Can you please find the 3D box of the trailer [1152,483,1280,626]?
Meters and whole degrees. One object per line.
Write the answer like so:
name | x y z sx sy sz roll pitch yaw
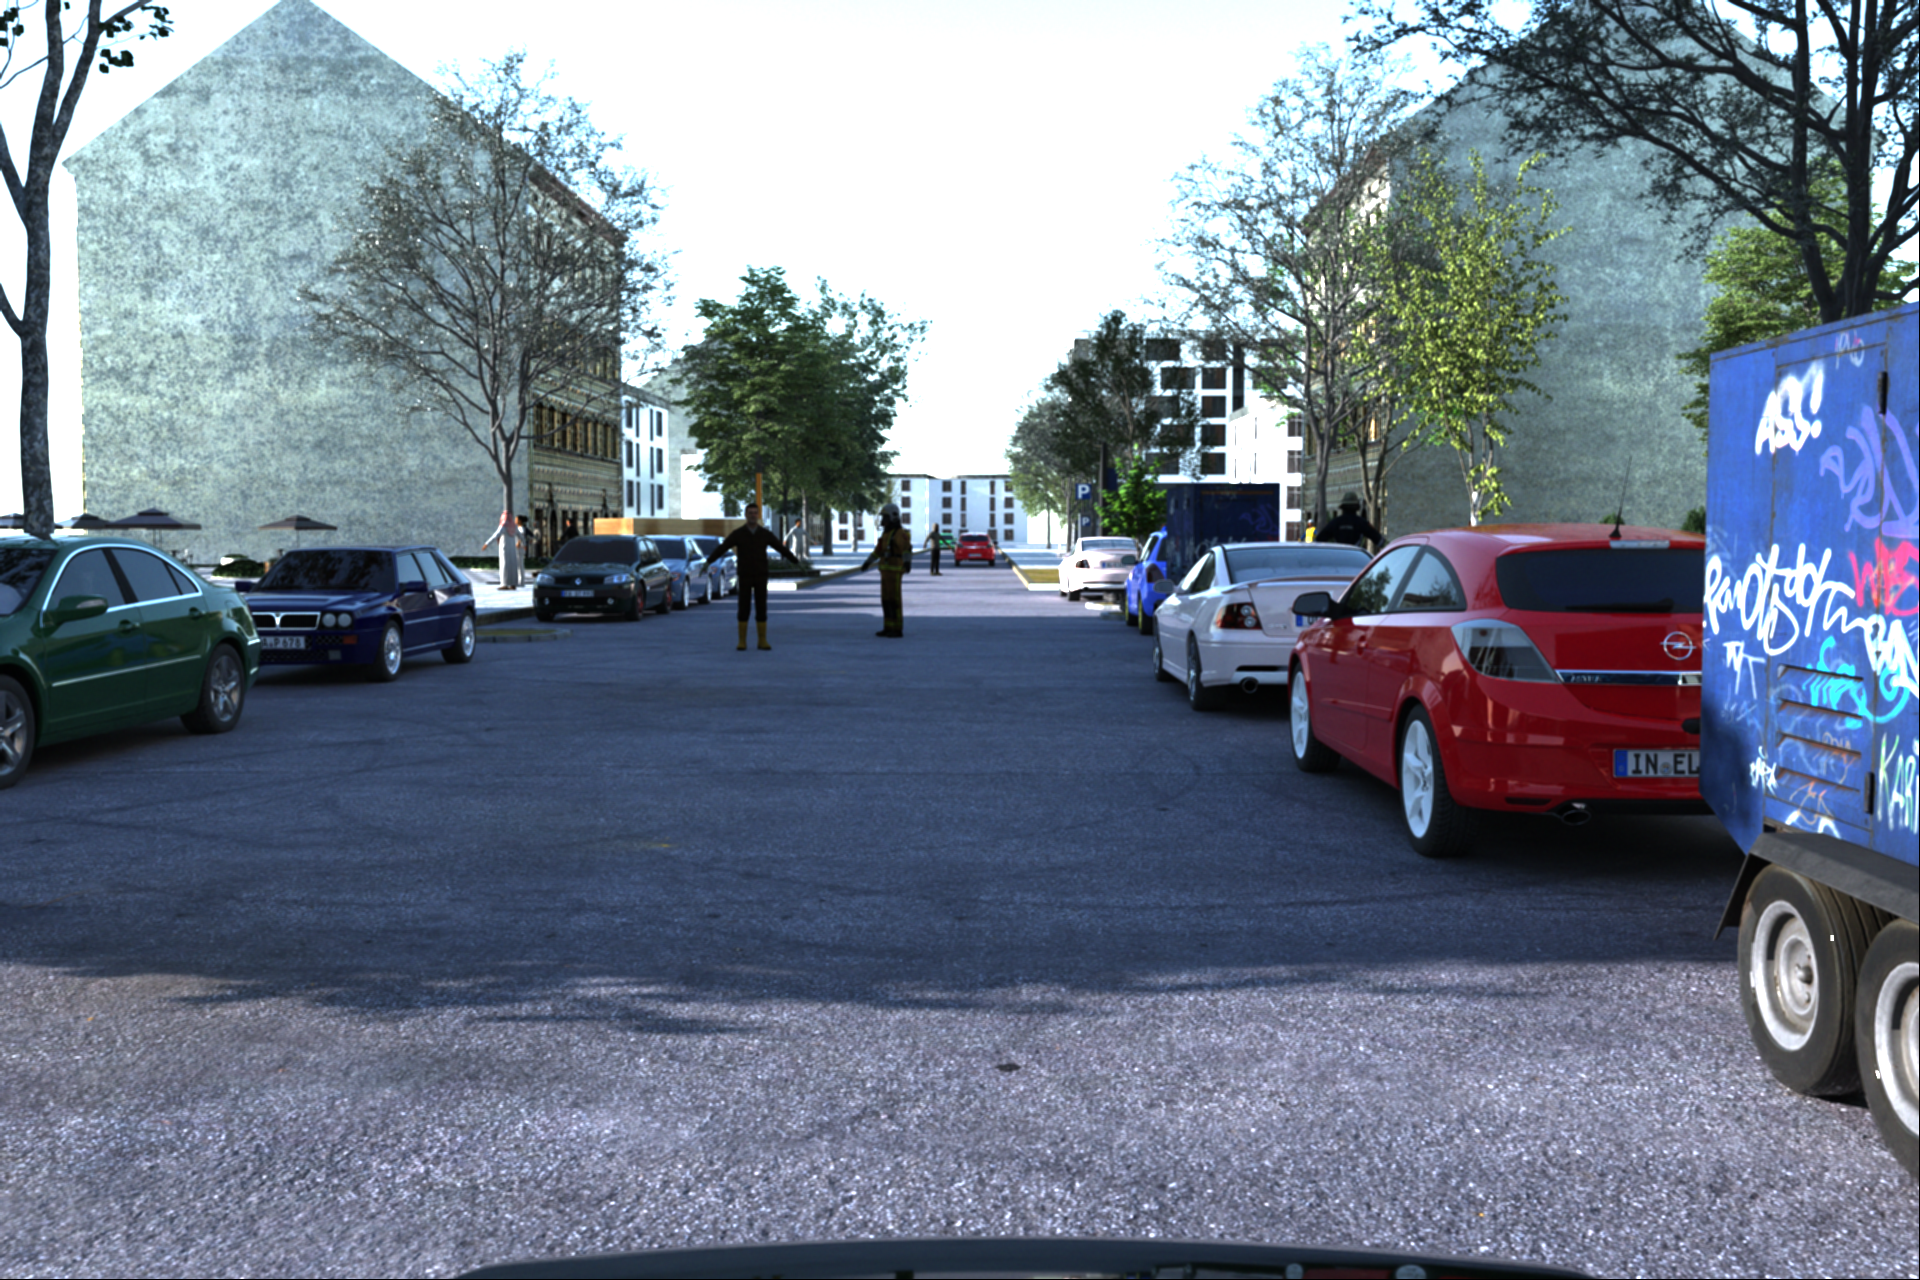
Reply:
trailer | 3.094 -0.869 21.259 1.471 1.999 3.904 0 4 0

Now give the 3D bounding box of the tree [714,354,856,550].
tree | -8.743 -9.181 84.523 7.601 10.594 8.767 -1 4 -20

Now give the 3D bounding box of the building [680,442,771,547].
building | -23.085 -14.013 171.263 9.099 9.664 28.070 0 4 0

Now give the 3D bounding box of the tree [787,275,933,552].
tree | -8.017 -16.536 126.245 12.611 20.169 13.585 0 3 0

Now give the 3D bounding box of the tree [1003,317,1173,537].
tree | 7.556 -11.422 97.125 12.009 13.543 11.850 0 3 0

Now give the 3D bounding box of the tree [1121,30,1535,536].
tree | 9.046 -8.099 42.790 12.009 13.543 11.850 0 3 0

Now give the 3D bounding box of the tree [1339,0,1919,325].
tree | 9.055 -6.557 17.581 12.009 13.543 11.850 0 3 0

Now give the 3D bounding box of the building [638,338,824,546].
building | -25.307 -22.241 194.563 19.493 23.208 18.063 0 4 1

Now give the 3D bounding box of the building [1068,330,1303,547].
building | 25.624 -21.137 189.571 27.936 21.610 32.646 0 4 1

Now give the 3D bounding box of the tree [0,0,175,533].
tree | -13.246 -10.318 24.594 12.611 20.169 13.585 0 3 0

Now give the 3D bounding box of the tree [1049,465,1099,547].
tree | 7.962 -10.580 123.351 4.360 8.622 3.978 0 3 0

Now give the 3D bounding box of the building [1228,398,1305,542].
building | 23.190 -10.098 107.258 9.099 9.664 28.070 0 4 0

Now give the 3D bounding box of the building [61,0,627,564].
building | -26.713 -15.211 79.621 19.493 23.208 18.063 0 4 1

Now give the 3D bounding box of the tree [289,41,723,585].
tree | -11.585 -8.173 43.995 12.009 13.543 11.850 0 3 0

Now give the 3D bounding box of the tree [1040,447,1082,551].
tree | 7.528 -11.097 131.790 4.360 8.622 3.978 0 3 0

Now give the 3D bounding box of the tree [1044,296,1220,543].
tree | 6.785 -8.194 68.387 7.601 10.594 8.767 1 4 14

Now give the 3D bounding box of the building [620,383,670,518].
building | -22.706 -10.188 108.723 9.099 9.664 28.070 0 4 1

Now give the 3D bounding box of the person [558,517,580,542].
person | -13.020 -3.172 57.793 0.705 1.837 1.347 2 4 24

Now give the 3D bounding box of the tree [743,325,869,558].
tree | -8.834 -10.782 94.412 7.486 12.596 7.792 0 3 0

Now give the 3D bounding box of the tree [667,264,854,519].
tree | -8.362 -9.462 72.833 7.486 12.596 7.792 0 3 0

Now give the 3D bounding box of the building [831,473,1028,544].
building | -4.459 -18.031 239.414 28.070 9.664 9.099 0 4 2

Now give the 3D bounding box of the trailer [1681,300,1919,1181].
trailer | 2.827 0.139 4.784 1.471 1.999 3.904 0 4 1

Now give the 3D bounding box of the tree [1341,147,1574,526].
tree | 9.477 -5.011 32.287 4.737 8.622 4.395 0 3 0

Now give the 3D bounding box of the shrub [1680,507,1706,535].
shrub | 19.894 -2.605 46.631 1.661 2.075 1.752 0 3 0

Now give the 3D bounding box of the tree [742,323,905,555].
tree | -8.106 -12.095 104.412 9.857 13.997 8.962 0 3 0

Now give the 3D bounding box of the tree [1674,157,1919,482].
tree | 25.646 -8.237 52.803 7.486 12.596 7.792 0 3 0

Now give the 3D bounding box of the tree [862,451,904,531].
tree | -7.536 -12.292 151.330 4.360 8.622 3.978 0 3 0

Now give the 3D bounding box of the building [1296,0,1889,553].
building | 25.933 -14.970 75.681 19.493 23.208 18.063 0 4 1

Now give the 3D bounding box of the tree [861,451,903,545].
tree | -7.090 -11.994 146.462 4.360 8.622 3.978 0 3 0

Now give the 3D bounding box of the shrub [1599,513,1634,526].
shrub | 22.515 -3.416 59.895 1.661 2.075 1.752 0 3 0

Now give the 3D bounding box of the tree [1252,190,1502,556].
tree | 12.729 -7.810 53.443 9.928 11.665 9.643 0 3 0

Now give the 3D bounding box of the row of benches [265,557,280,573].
row of benches | -17.504 -1.819 45.204 1.422 0.672 4.104 -2 4 -30

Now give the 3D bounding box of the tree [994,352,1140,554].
tree | 7.265 -12.458 114.053 12.009 13.543 11.850 0 3 0

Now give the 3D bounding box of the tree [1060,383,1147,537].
tree | 6.327 -8.062 82.170 4.360 8.622 3.978 0 3 0

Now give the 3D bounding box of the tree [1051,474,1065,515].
tree | 16.542 -20.230 241.137 12.009 13.543 11.850 0 3 0

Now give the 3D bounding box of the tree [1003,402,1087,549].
tree | 7.136 -14.008 147.161 7.486 12.596 7.792 0 3 0
